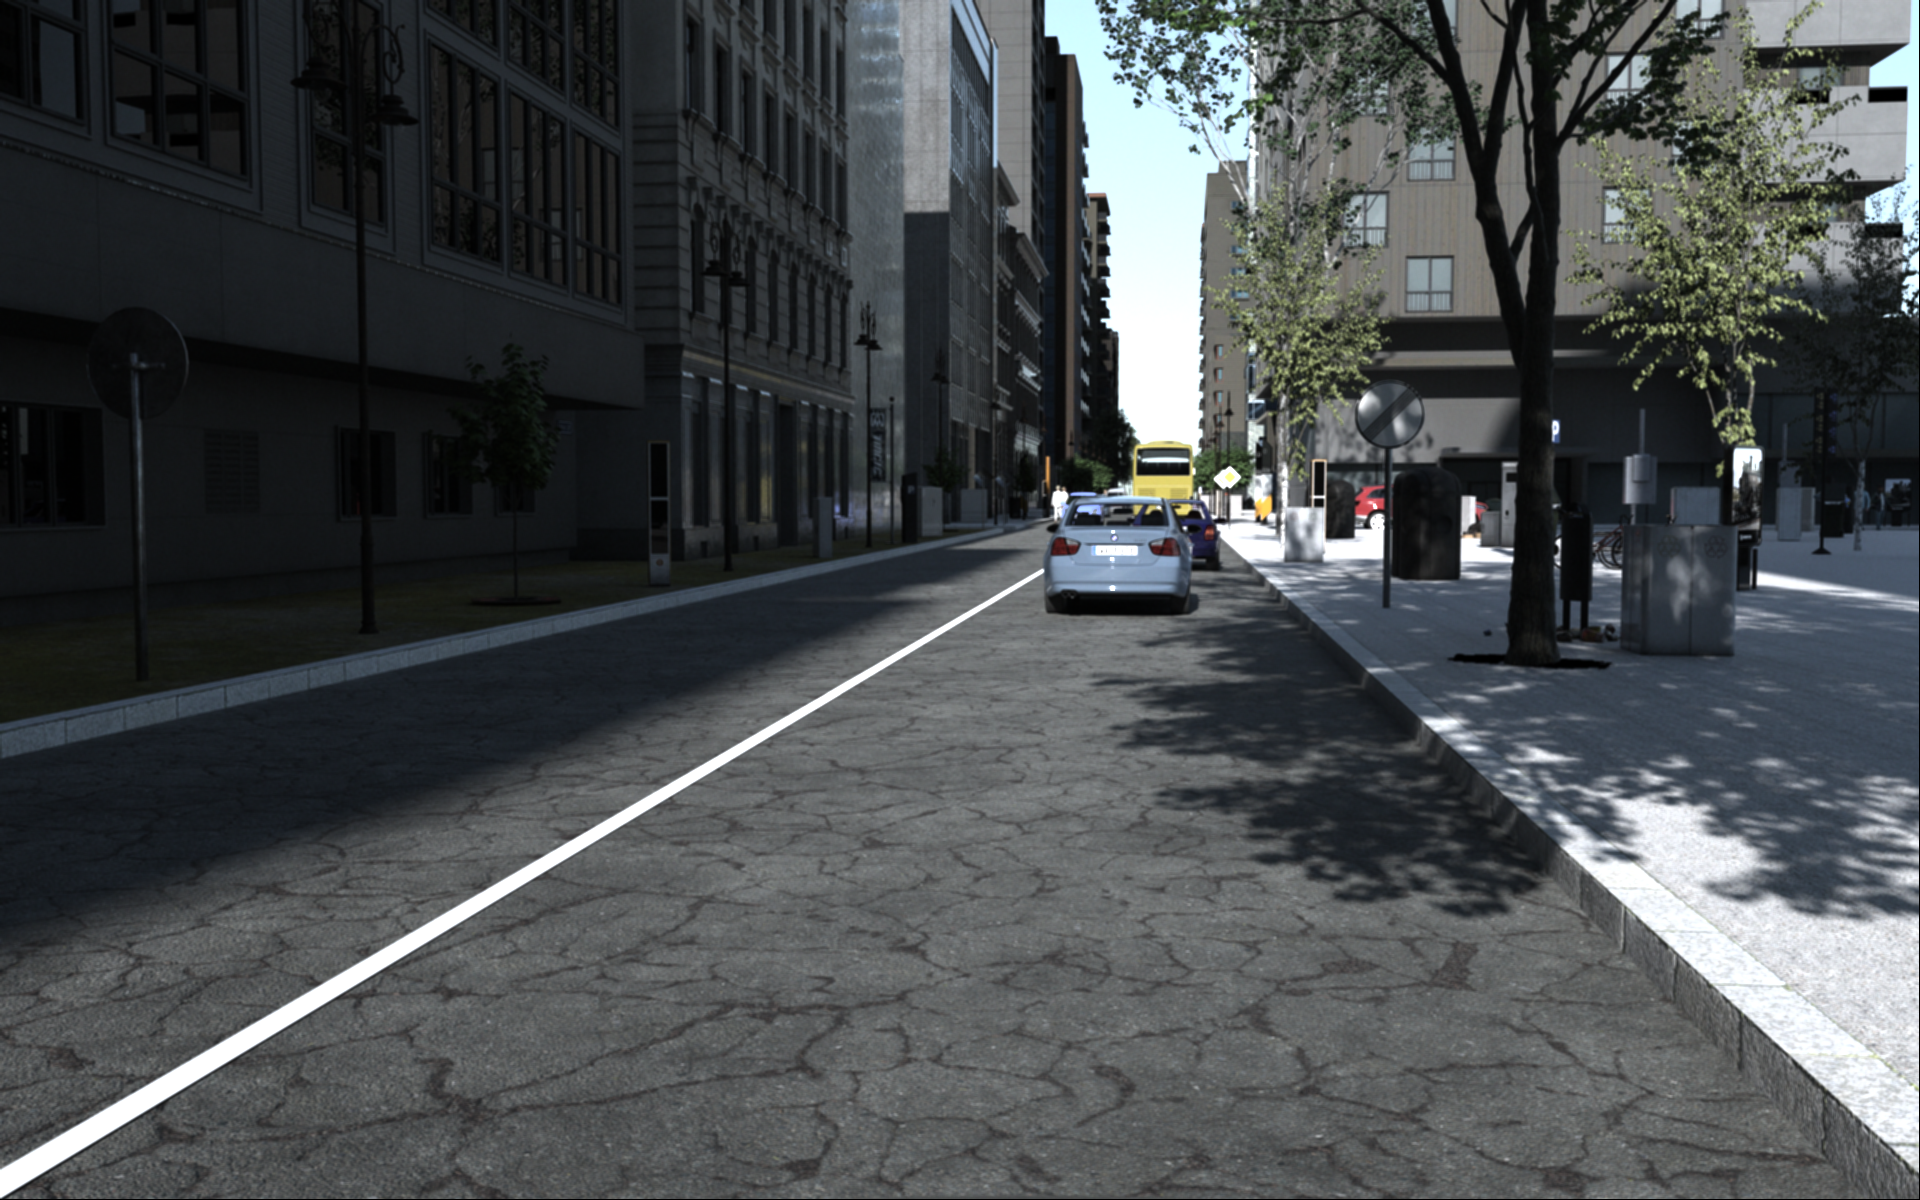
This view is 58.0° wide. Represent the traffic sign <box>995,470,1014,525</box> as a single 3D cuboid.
[{"bbox_3d":[1.828,-4.131,71.191,0.795,2.450,0.064,0,4,7],"label":"traffic sign"}]

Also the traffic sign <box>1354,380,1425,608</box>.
[{"bbox_3d":[4.814,-1.185,19.473,0.768,2.556,0.104,1,4,10],"label":"traffic sign"}]

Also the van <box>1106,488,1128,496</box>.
[{"bbox_3d":[11.281,-7.212,124.922,2.013,2.044,4.112,0,4,8],"label":"van"}]

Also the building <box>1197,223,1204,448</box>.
[{"bbox_3d":[48.604,-37.732,271.549,22.147,44.769,28.867,0,4,7],"label":"building"}]

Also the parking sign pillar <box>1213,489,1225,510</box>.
[{"bbox_3d":[20.455,-9.172,138.429,1.447,3.967,1.447,0,4,7],"label":"parking sign pillar"}]

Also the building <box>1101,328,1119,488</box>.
[{"bbox_3d":[19.928,-32.104,296.607,14.160,30.474,14.107,0,4,7],"label":"building"}]

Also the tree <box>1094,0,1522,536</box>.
[{"bbox_3d":[11.232,-11.982,51.788,12.611,20.169,13.585,0,3,0],"label":"tree"}]

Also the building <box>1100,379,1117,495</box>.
[{"bbox_3d":[10.700,-26.382,276.388,27.650,21.520,28.899,0,4,7],"label":"building"}]

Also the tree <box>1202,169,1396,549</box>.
[{"bbox_3d":[7.798,-5.491,40.137,4.737,8.622,4.395,0,3,0],"label":"tree"}]

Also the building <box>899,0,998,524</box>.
[{"bbox_3d":[-5.194,-16.212,83.083,12.078,24.808,19.932,0,4,7],"label":"building"}]

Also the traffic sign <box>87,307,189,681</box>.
[{"bbox_3d":[-5.617,-0.717,11.823,0.768,2.556,0.104,1,4,11],"label":"traffic sign"}]

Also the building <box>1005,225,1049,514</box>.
[{"bbox_3d":[-0.235,-17.560,123.254,11.583,22.565,21.152,0,4,7],"label":"building"}]

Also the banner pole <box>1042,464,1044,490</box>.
[{"bbox_3d":[6.961,-9.537,145.950,0.401,3.779,0.863,0,4,-7],"label":"banner pole"}]

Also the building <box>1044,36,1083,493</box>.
[{"bbox_3d":[5.043,-32.086,174.710,14.600,45.320,14.200,0,4,7],"label":"building"}]

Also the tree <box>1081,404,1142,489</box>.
[{"bbox_3d":[19.554,-18.629,221.586,9.611,12.733,9.660,0,3,0],"label":"tree"}]

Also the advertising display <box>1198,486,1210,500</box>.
[{"bbox_3d":[18.961,-7.917,134.656,0.974,1.923,0.123,-1,4,-15],"label":"advertising display"}]

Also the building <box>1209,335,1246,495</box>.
[{"bbox_3d":[43.251,-21.816,201.736,27.650,21.520,28.899,0,4,7],"label":"building"}]

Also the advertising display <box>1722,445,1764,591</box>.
[{"bbox_3d":[10.378,-1.086,22.971,0.974,1.923,0.123,-3,5,-43],"label":"advertising display"}]

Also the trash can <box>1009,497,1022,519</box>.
[{"bbox_3d":[2.870,-4.809,90.281,0.748,1.137,0.748,0,3,0],"label":"trash can"}]

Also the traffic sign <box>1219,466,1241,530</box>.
[{"bbox_3d":[9.677,-3.579,62.162,0.795,2.450,0.064,0,4,7],"label":"traffic sign"}]

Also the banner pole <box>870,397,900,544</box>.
[{"bbox_3d":[-1.963,-3.330,44.467,0.863,3.779,0.401,-1,4,-19],"label":"banner pole"}]

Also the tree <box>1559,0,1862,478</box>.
[{"bbox_3d":[11.210,-4.597,25.524,4.737,8.622,4.395,0,3,0],"label":"tree"}]

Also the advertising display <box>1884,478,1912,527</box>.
[{"bbox_3d":[37.045,-3.868,68.458,0.974,1.923,0.123,2,4,24],"label":"advertising display"}]

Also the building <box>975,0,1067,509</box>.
[{"bbox_3d":[-0.673,-43.924,156.407,20.563,71.187,20.611,0,4,7],"label":"building"}]

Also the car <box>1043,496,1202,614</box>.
[{"bbox_3d":[2.058,-0.611,21.987,2.014,1.417,4.499,0,4,8],"label":"car"}]

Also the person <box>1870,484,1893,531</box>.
[{"bbox_3d":[33.313,-3.295,62.723,0.623,1.781,0.721,-2,4,-27],"label":"person"}]

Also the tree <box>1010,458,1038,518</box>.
[{"bbox_3d":[3.567,-5.949,91.869,1.663,3.219,1.824,0,3,0],"label":"tree"}]

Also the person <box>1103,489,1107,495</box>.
[{"bbox_3d":[11.532,-7.818,136.505,0.709,1.800,0.728,2,4,27],"label":"person"}]

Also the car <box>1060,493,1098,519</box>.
[{"bbox_3d":[5.300,-3.973,74.546,1.945,1.707,3.694,0,4,8],"label":"car"}]

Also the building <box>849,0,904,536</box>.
[{"bbox_3d":[-10.963,-12.373,57.044,16.860,20.320,10.420,0,4,7],"label":"building"}]

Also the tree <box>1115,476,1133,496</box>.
[{"bbox_3d":[24.978,-19.105,262.723,4.360,8.622,3.978,0,3,0],"label":"tree"}]

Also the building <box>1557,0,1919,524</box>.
[{"bbox_3d":[28.947,-30.219,83.320,27.495,52.752,28.713,0,4,7],"label":"building"}]

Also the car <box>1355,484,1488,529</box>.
[{"bbox_3d":[17.103,-3.433,64.805,5.304,1.827,2.281,0,4,7],"label":"car"}]

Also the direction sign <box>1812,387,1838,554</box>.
[{"bbox_3d":[18.403,-2.746,36.892,0.876,3.537,0.379,-3,4,-35],"label":"direction sign"}]

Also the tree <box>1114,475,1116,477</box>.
[{"bbox_3d":[11.619,-10.650,157.842,4.285,4.588,4.351,0,3,0],"label":"tree"}]

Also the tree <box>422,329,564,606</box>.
[{"bbox_3d":[-5.163,-1.575,20.347,1.663,3.219,1.824,0,3,0],"label":"tree"}]

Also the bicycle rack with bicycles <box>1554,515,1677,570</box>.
[{"bbox_3d":[11.722,-0.984,29.477,2.925,0.926,2.852,2,4,28],"label":"bicycle rack with bicycles"}]

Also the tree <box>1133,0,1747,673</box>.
[{"bbox_3d":[4.134,-5.318,12.707,9.928,11.665,9.643,0,3,0],"label":"tree"}]

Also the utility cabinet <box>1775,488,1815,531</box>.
[{"bbox_3d":[28.540,-3.089,59.184,0.318,1.500,1.173,-3,5,-42],"label":"utility cabinet"}]

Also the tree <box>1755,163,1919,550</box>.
[{"bbox_3d":[20.476,-5.448,39.432,4.360,8.622,3.978,0,3,0],"label":"tree"}]

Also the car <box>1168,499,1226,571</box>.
[{"bbox_3d":[4.202,-1.296,33.762,1.945,1.354,3.894,1,4,9],"label":"car"}]

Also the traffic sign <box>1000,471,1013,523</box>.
[{"bbox_3d":[2.038,-4.512,75.901,0.606,2.300,0.079,1,4,9],"label":"traffic sign"}]

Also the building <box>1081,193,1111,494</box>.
[{"bbox_3d":[10.026,-36.170,246.003,22.147,44.769,28.867,0,4,7],"label":"building"}]

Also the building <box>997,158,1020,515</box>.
[{"bbox_3d":[-2.798,-16.758,102.879,11.050,23.489,19.941,0,4,7],"label":"building"}]

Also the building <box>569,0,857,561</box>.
[{"bbox_3d":[-8.811,-11.784,41.814,9.793,20.994,18.267,0,4,7],"label":"building"}]

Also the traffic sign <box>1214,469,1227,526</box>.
[{"bbox_3d":[10.653,-4.064,70.087,0.795,2.450,0.064,0,4,7],"label":"traffic sign"}]

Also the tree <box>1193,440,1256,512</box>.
[{"bbox_3d":[16.292,-7.773,110.800,4.285,4.588,4.351,0,3,0],"label":"tree"}]

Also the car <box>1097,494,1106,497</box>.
[{"bbox_3d":[8.427,-5.847,107.606,2.014,1.417,4.499,0,4,7],"label":"car"}]

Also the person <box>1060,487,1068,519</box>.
[{"bbox_3d":[5.305,-4.882,88.540,0.478,1.798,0.641,3,5,44],"label":"person"}]

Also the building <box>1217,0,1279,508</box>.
[{"bbox_3d":[37.312,-52.458,170.362,22.319,86.520,31.000,0,4,7],"label":"building"}]

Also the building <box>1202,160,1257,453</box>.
[{"bbox_3d":[45.501,-38.088,246.438,21.300,48.544,21.600,0,4,7],"label":"building"}]

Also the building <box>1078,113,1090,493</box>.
[{"bbox_3d":[3.195,-35.355,197.661,23.786,49.044,30.456,0,4,7],"label":"building"}]

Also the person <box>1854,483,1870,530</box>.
[{"bbox_3d":[32.152,-3.265,61.752,0.748,1.841,0.638,-2,4,-27],"label":"person"}]

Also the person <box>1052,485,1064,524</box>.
[{"bbox_3d":[4.690,-4.516,82.213,0.514,1.842,0.818,-2,4,-31],"label":"person"}]

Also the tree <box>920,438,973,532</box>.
[{"bbox_3d":[-0.639,-3.973,59.555,1.663,3.219,1.824,0,3,0],"label":"tree"}]

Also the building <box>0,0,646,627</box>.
[{"bbox_3d":[-14.037,-13.876,20.388,14.314,27.812,24.014,0,4,7],"label":"building"}]

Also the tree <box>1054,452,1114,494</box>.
[{"bbox_3d":[8.896,-9.153,133.369,4.285,4.588,4.351,0,3,0],"label":"tree"}]

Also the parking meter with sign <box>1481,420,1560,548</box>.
[{"bbox_3d":[13.268,-2.746,41.152,1.738,3.016,0.543,3,5,42],"label":"parking meter with sign"}]

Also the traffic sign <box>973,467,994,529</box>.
[{"bbox_3d":[0.852,-3.647,63.266,0.795,2.450,0.064,0,4,7],"label":"traffic sign"}]
